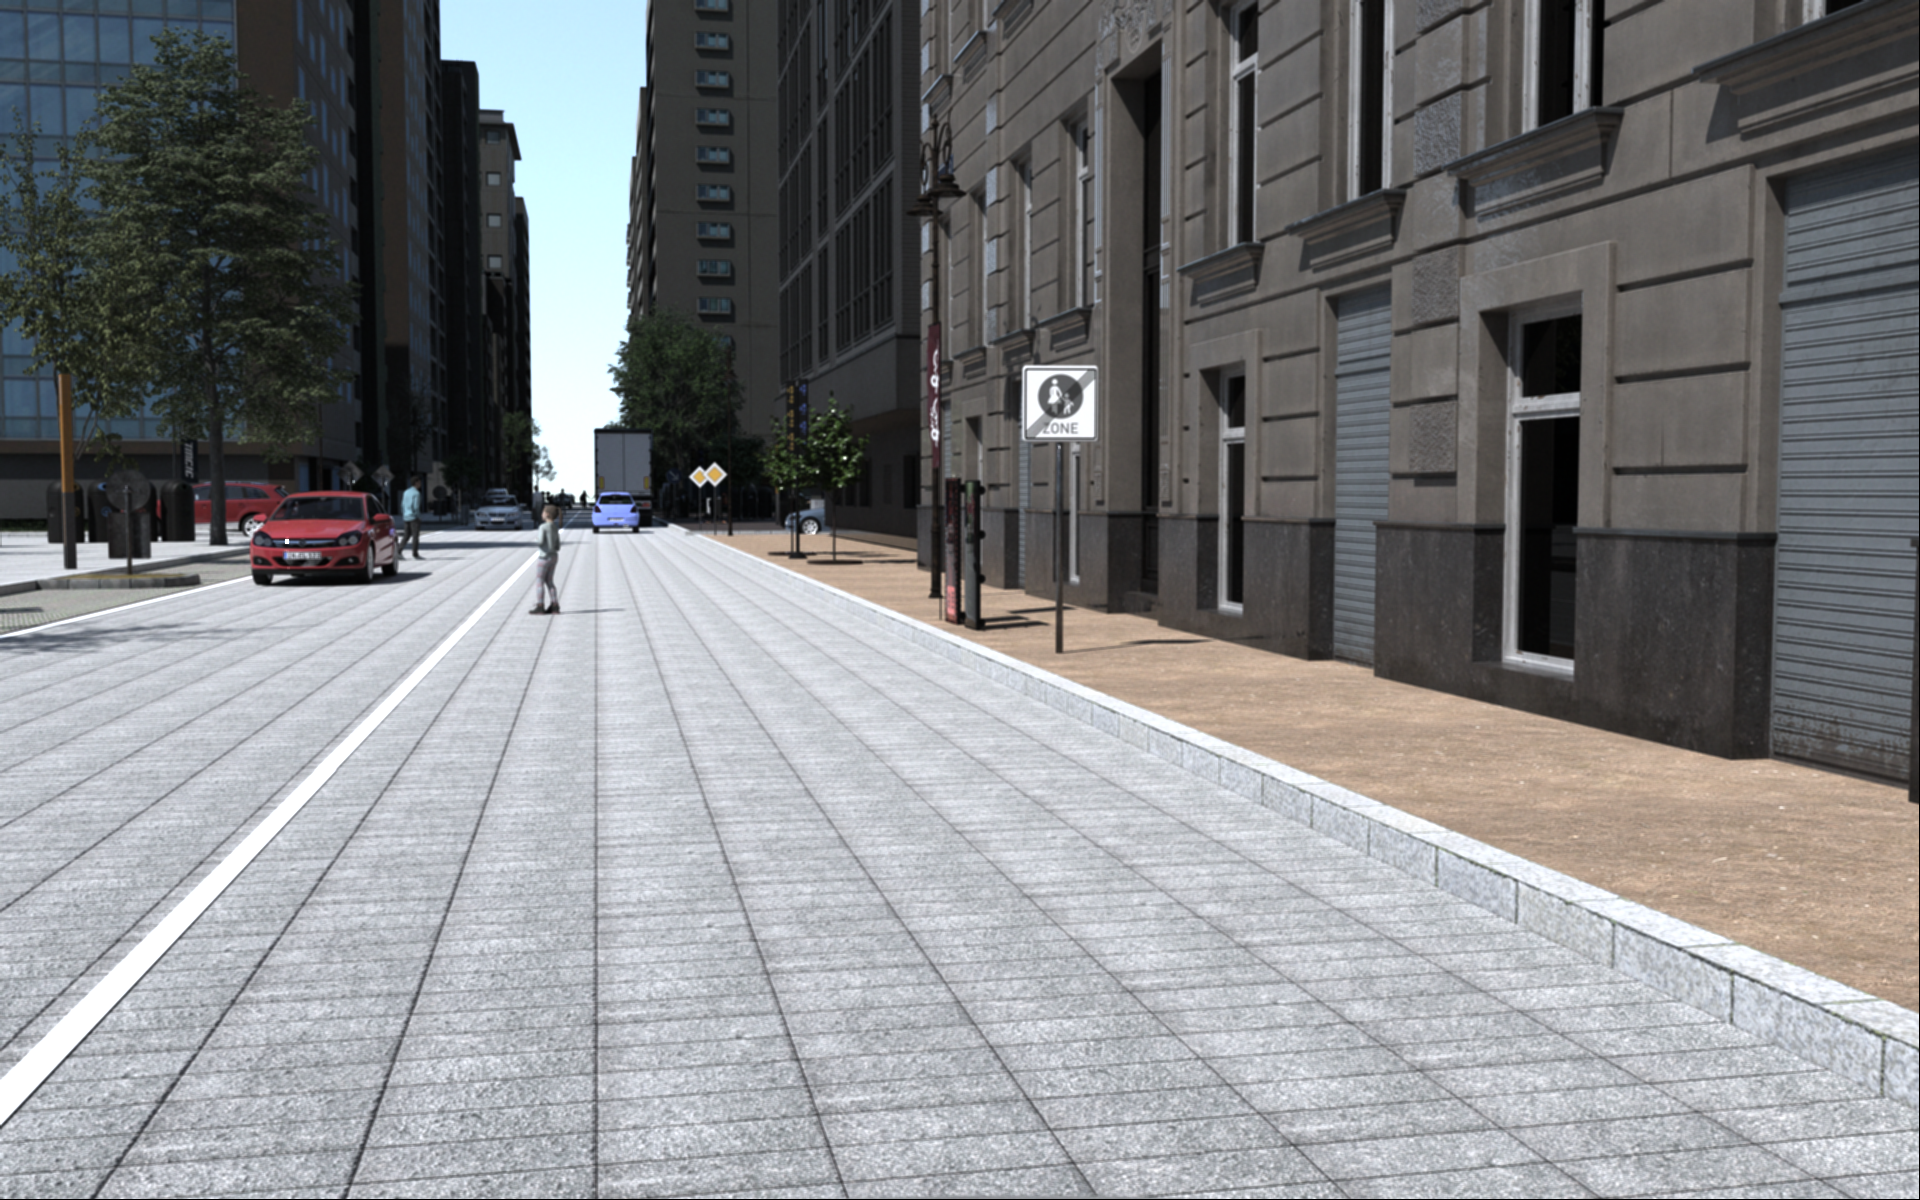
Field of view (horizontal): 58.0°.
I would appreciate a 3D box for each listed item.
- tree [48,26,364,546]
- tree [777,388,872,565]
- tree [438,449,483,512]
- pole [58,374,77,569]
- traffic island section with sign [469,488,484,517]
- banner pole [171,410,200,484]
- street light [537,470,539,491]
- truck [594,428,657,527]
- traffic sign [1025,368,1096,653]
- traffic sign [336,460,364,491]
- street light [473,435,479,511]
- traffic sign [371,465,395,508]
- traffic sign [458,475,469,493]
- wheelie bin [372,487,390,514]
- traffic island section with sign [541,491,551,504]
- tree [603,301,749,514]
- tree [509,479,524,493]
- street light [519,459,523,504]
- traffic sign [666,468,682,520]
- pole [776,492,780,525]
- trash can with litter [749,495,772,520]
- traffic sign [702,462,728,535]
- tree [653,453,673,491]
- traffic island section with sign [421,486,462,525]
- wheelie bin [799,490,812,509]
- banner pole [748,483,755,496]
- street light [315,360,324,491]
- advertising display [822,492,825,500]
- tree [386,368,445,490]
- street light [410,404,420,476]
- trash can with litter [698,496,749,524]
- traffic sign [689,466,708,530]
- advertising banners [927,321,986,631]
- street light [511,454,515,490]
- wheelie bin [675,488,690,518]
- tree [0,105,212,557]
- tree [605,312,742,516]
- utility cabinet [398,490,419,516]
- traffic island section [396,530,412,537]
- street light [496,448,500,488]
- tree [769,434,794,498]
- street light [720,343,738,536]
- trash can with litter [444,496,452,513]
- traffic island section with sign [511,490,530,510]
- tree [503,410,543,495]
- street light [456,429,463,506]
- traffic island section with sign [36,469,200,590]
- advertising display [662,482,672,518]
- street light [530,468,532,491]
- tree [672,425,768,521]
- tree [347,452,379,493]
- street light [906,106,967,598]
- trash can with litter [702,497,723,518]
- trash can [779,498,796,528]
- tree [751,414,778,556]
[{"bbox_3d":[-18.995,-7.648,43.180,7.486,12.596,7.792,0,3,0],"label":"tree"},{"bbox_3d":[-2.448,-2.276,31.822,1.663,3.219,1.824,0,3,0],"label":"tree"},{"bbox_3d":[-36.551,-8.751,126.796,4.285,4.588,4.351,0,3,0],"label":"tree"},{"bbox_3d":[-15.225,-2.184,29.545,0.158,3.312,0.155,0,3,0],"label":"pole"},{"bbox_3d":[-30.030,-6.089,108.181,1.989,1.847,2.006,-1,4,-12],"label":"traffic island section with sign"},{"bbox_3d":[-22.635,-3.699,50.490,0.863,3.779,0.401,-2,4,-29],"label":"banner pole"},{"bbox_3d":[-67.301,-18.566,276.348,0.468,5.910,1.993,-1,4,-12],"label":"street light"},{"bbox_3d":[-15.306,-5.532,79.362,2.839,4.237,11.283,-1,4,-10],"label":"truck"},{"bbox_3d":[0.799,-0.719,13.891,0.606,2.300,0.079,0,4,-2],"label":"traffic sign"},{"bbox_3d":[-18.116,-2.928,51.509,0.795,2.450,0.064,-1,4,-12],"label":"traffic sign"},{"bbox_3d":[-37.544,-9.880,134.325,0.468,5.910,1.993,-1,4,-12],"label":"street light"},{"bbox_3d":[-19.755,-3.406,59.325,0.795,2.450,0.064,-1,4,-12],"label":"traffic sign"},{"bbox_3d":[-33.804,-7.210,117.988,0.768,2.556,0.104,-1,4,-10],"label":"traffic sign"},{"bbox_3d":[-26.667,-4.390,79.689,0.693,1.594,0.980,-3,4,-37],"label":"wheelie bin"},{"bbox_3d":[-62.671,-15.613,263.901,1.989,1.847,2.006,-1,4,-12],"label":"traffic island section with sign"},{"bbox_3d":[-18.589,-12.640,113.325,9.857,13.997,8.962,0,3,0],"label":"tree"},{"bbox_3d":[-51.405,-12.558,199.921,1.663,3.219,1.824,0,3,0],"label":"tree"},{"bbox_3d":[-54.590,-14.838,215.386,0.468,5.910,1.993,-1,4,-12],"label":"street light"},{"bbox_3d":[-13.890,-5.143,84.191,0.768,2.556,0.104,-1,4,-10],"label":"traffic sign"},{"bbox_3d":[-7.593,-4.783,72.051,0.158,3.312,0.155,0,3,0],"label":"pole"},{"bbox_3d":[-10.428,-4.681,87.592,1.678,1.210,2.233,-3,5,-43],"label":"trash can with litter"},{"bbox_3d":[-7.595,-3.061,53.685,0.795,2.450,0.064,-1,4,-12],"label":"traffic sign"},{"bbox_3d":[-20.881,-8.499,122.669,4.285,4.588,4.351,0,3,0],"label":"tree"},{"bbox_3d":[-24.429,-4.459,81.526,1.989,1.847,2.006,-1,4,-12],"label":"traffic island section with sign"},{"bbox_3d":[-10.979,-7.010,122.525,0.980,1.594,0.693,-3,5,-40],"label":"wheelie bin"},{"bbox_3d":[-11.038,-6.202,91.428,0.401,3.779,0.863,2,4,28],"label":"banner pole"},{"bbox_3d":[-21.834,-5.283,59.159,0.468,5.910,1.993,-1,4,-12],"label":"street light"},{"bbox_3d":[-7.519,-5.775,99.633,0.974,1.923,0.123,-3,4,-38],"label":"advertising display"},{"bbox_3d":[-32.102,-9.218,101.075,4.360,8.622,3.978,0,3,0],"label":"tree"},{"bbox_3d":[-28.158,-7.143,89.569,0.468,5.910,1.993,-1,4,-12],"label":"street light"},{"bbox_3d":[-10.689,-3.972,75.999,1.678,1.210,2.233,-3,4,-38],"label":"trash can with litter"},{"bbox_3d":[-9.234,-3.539,61.501,0.795,2.450,0.064,-1,4,-12],"label":"traffic sign"},{"bbox_3d":[-0.064,-1.278,17.087,0.090,3.025,2.074,-1,4,-14],"label":"advertising banners"},{"bbox_3d":[-50.606,-13.673,196.342,0.468,5.910,1.993,-1,4,-12],"label":"street light"},{"bbox_3d":[-15.011,-5.249,93.727,0.693,1.594,0.980,-2,4,-34],"label":"wheelie bin"},{"bbox_3d":[-17.213,-5.100,33.747,4.737,8.622,4.395,0,3,0],"label":"tree"},{"bbox_3d":[-16.116,-10.640,99.714,9.928,11.665,9.643,0,3,0],"label":"tree"},{"bbox_3d":[-32.549,-5.721,102.210,1.173,1.500,0.318,-1,4,-22],"label":"utility cabinet"},{"bbox_3d":[-19.776,-2.269,59.382,2.009,0.180,2.903,-1,4,-12],"label":"traffic island section"},{"bbox_3d":[-44.050,-11.779,165.374,0.468,5.910,1.993,-1,4,-12],"label":"street light"},{"bbox_3d":[-12.183,-10.776,126.550,4.360,8.622,3.978,0,3,0],"label":"tree"},{"bbox_3d":[-7.069,-4.915,53.141,0.468,5.910,1.993,-1,4,-12],"label":"street light"},{"bbox_3d":[-34.902,-6.537,118.260,0.624,1.170,1.055,0,4,-7],"label":"trash can with litter"},{"bbox_3d":[-40.299,-9.087,157.197,1.989,1.847,2.006,-1,4,-12],"label":"traffic island section with sign"},{"bbox_3d":[-53.932,-17.205,207.063,9.928,11.665,9.643,0,3,0],"label":"tree"},{"bbox_3d":[-34.575,-9.001,119.959,0.468,5.910,1.993,-1,4,-12],"label":"street light"},{"bbox_3d":[-12.968,-1.114,26.849,1.989,1.847,2.006,-1,4,-12],"label":"traffic island section with sign"},{"bbox_3d":[-15.586,-5.320,92.198,0.123,1.923,0.974,-2,4,-35],"label":"advertising display"},{"bbox_3d":[-60.907,-16.707,245.953,0.468,5.910,1.993,-1,4,-12],"label":"street light"},{"bbox_3d":[-10.559,-6.041,82.482,4.285,4.588,4.351,0,3,0],"label":"tree"},{"bbox_3d":[-26.936,-5.070,77.503,1.663,3.219,1.824,0,3,0],"label":"tree"},{"bbox_3d":[-0.300,-2.961,21.199,0.468,5.910,1.993,-1,4,-12],"label":"street light"},{"bbox_3d":[-13.088,-4.892,91.370,0.624,1.170,1.055,3,4,37],"label":"trash can with litter"},{"bbox_3d":[-6.543,-3.322,65.966,0.748,1.137,0.748,0,3,0],"label":"trash can"},{"bbox_3d":[-3.508,-2.553,36.337,1.663,3.219,1.824,0,3,0],"label":"tree"}]
